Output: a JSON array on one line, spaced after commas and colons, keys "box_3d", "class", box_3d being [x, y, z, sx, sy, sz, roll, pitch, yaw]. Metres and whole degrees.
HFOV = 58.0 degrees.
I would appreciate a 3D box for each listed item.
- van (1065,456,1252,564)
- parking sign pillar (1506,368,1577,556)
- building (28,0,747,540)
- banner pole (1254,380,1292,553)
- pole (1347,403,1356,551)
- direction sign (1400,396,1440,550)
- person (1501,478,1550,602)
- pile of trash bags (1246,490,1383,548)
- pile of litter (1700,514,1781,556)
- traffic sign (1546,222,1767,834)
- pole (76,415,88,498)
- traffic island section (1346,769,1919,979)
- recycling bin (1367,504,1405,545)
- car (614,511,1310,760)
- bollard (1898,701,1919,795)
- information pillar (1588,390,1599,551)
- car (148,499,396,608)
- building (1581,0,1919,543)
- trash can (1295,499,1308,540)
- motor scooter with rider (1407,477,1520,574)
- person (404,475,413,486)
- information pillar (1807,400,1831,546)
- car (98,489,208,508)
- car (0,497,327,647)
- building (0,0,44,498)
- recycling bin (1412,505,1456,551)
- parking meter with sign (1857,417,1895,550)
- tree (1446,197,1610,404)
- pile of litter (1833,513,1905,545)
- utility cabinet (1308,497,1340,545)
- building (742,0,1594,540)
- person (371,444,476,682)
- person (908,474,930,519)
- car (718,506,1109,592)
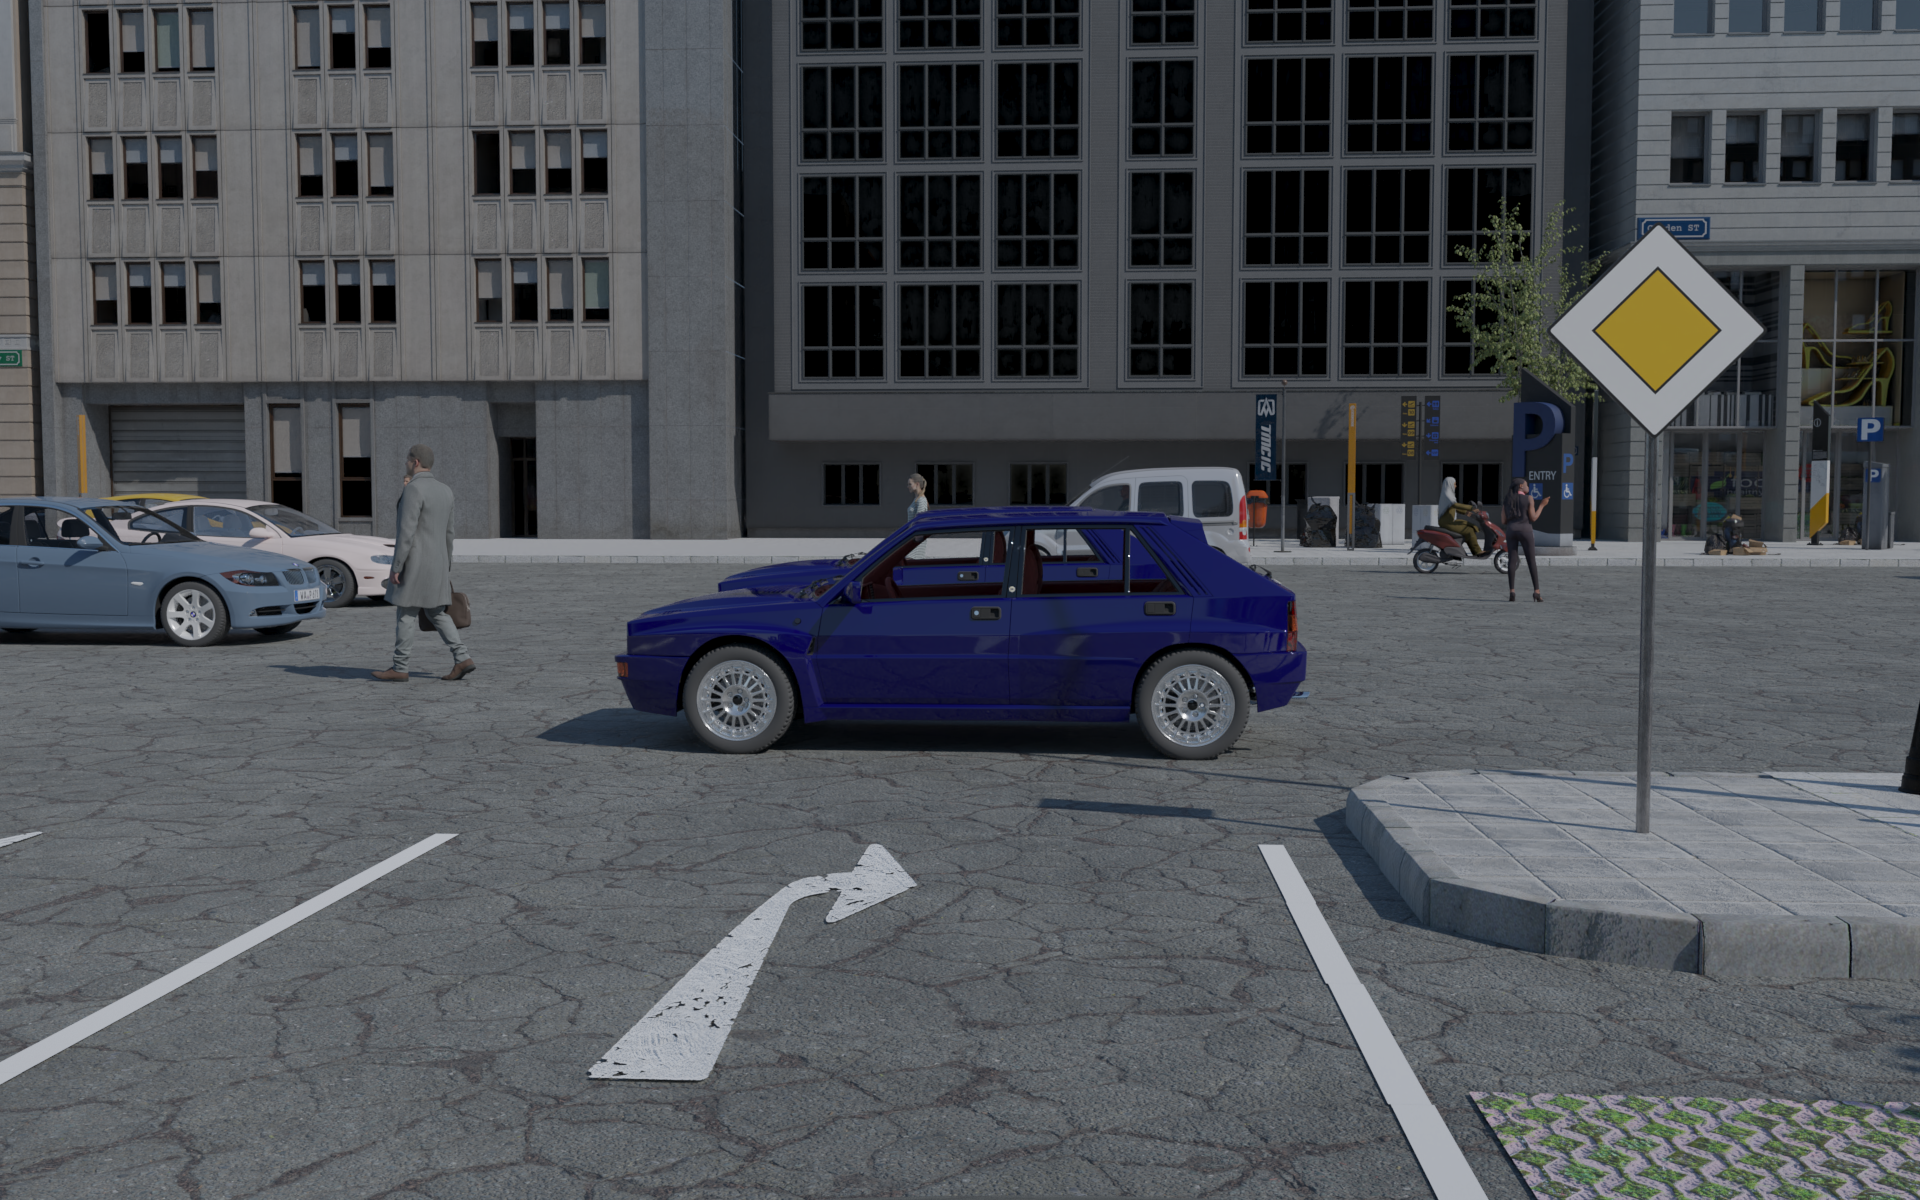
[{"box_3d": [2.479, -1.229, 27.098, 4.112, 2.044, 2.013, 0, 4, 6], "class": "van"}, {"box_3d": [12.257, -2.934, 36.441, 1.447, 3.967, 1.447, -2, 4, -33], "class": "parking sign pillar"}, {"box_3d": [-15.987, -14.457, 54.388, 19.932, 24.808, 12.078, 0, 4, 4], "class": "building"}, {"box_3d": [6.881, -2.939, 38.074, 0.863, 3.779, 0.401, 1, 4, 21], "class": "banner pole"}, {"box_3d": [8.840, -2.768, 39.094, 0.158, 3.312, 0.155, 0, 3, 0], "class": "pole"}, {"box_3d": [10.604, -2.934, 39.968, 0.876, 3.537, 0.379, 1, 4, 10], "class": "direction sign"}, {"box_3d": [7.510, -0.800, 23.044, 0.593, 1.643, 0.415, 0, 4, -6], "class": "person"}, {"box_3d": [8.604, -1.983, 42.178, 3.447, 1.369, 1.912, 1, 4, 22], "class": "pile of trash bags"}, {"box_3d": [16.461, -1.379, 36.506, 1.719, 0.858, 1.176, 1, 4, 10], "class": "pile of litter"}, {"box_3d": [2.584, -0.175, 6.502, 0.795, 2.450, 0.064, 0, 4, 4], "class": "traffic sign"}, {"box_3d": [-22.656, -3.112, 44.721, 0.158, 3.312, 0.155, 0, 3, 0], "class": "pole"}, {"box_3d": [2.608, 0.960, 6.578, 2.009, 0.180, 2.903, 0, 4, 4], "class": "traffic island section"}, {"box_3d": [10.781, -1.916, 43.877, 0.722, 1.027, 0.722, -1, 4, -14], "class": "recycling bin"}, {"box_3d": [0.028, 0.145, 10.215, 3.894, 1.354, 1.945, 0, 4, 5], "class": "car"}, {"box_3d": [4.166, 0.526, 7.435, 0.229, 0.601, 0.229, 0, 3, 0], "class": "bollard"}, {"box_3d": [14.412, -2.936, 39.358, 0.183, 3.616, 0.504, 1, 4, 17], "class": "information pillar"}, {"box_3d": [-9.321, -0.634, 22.720, 4.827, 1.381, 2.083, 0, 4, 4], "class": "car"}, {"box_3d": [32.930, -16.648, 49.694, 29.804, 29.767, 11.434, 0, 4, 4], "class": "building"}, {"box_3d": [9.393, -2.143, 46.687, 0.748, 1.137, 0.748, 0, 3, 0], "class": "trash can"}, {"box_3d": [9.045, -1.352, 31.065, 1.986, 1.779, 0.876, 0, 4, 6], "class": "motor scooter with rider"}, {"box_3d": [-9.810, -1.366, 31.183, 0.601, 1.785, 0.444, 3, 5, 41], "class": "person"}, {"box_3d": [21.417, -3.167, 43.133, 0.183, 3.616, 0.504, -1, 4, -22], "class": "information pillar"}, {"box_3d": [-13.772, -1.263, 30.874, 3.980, 1.641, 2.015, 0, 4, 4], "class": "car"}, {"box_3d": [-8.590, -0.313, 17.128, 4.499, 1.417, 2.014, 0, 4, 5], "class": "car"}, {"box_3d": [-35.942, -16.516, 55.948, 20.117, 28.700, 13.634, 0, 4, 4], "class": "building"}, {"box_3d": [10.759, -1.637, 39.314, 0.722, 1.027, 0.722, -1, 4, -20], "class": "recycling bin"}, {"box_3d": [21.255, -2.682, 40.116, 0.543, 3.016, 1.738, 3, 5, 40], "class": "parking meter with sign"}, {"box_3d": [14.363, -5.690, 43.386, 4.737, 8.622, 4.395, 0, 3, 0], "class": "tree"}, {"box_3d": [22.890, -1.810, 43.556, 1.719, 0.858, 1.176, 1, 4, 21], "class": "pile of litter"}, {"box_3d": [9.177, -1.997, 43.809, 0.306, 1.237, 1.020, -1, 4, -21], "class": "utility cabinet"}, {"box_3d": [6.031, -15.941, 54.136, 24.014, 27.812, 14.314, 0, 4, 4], "class": "building"}, {"box_3d": [-4.122, -0.284, 13.252, 0.767, 1.812, 0.694, 1, 4, 15], "class": "person"}, {"box_3d": [-0.574, -0.827, 23.026, 0.522, 1.701, 0.512, -1, 4, -10], "class": "person"}, {"box_3d": [-0.068, -0.117, 14.494, 3.894, 1.354, 1.945, 0, 4, 3], "class": "car"}]
